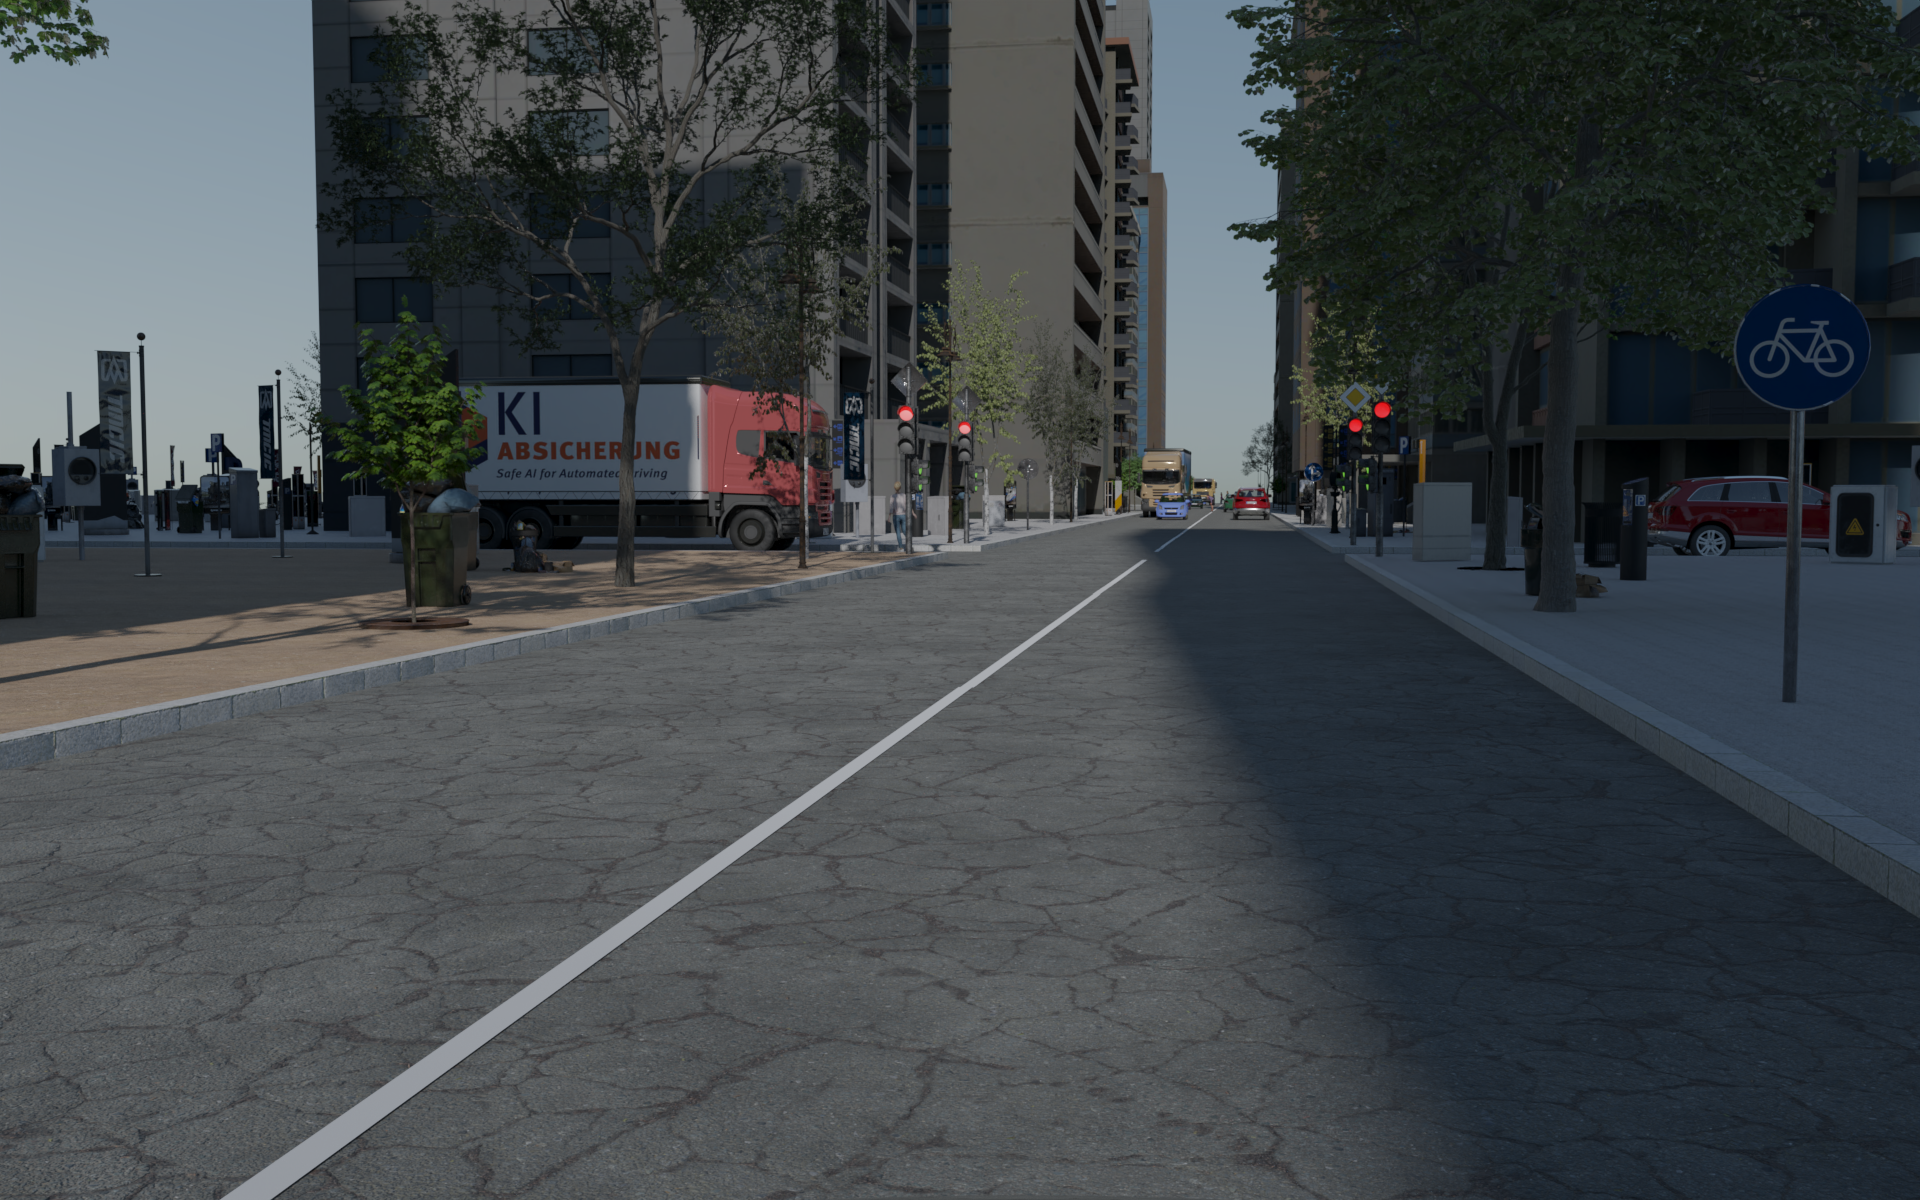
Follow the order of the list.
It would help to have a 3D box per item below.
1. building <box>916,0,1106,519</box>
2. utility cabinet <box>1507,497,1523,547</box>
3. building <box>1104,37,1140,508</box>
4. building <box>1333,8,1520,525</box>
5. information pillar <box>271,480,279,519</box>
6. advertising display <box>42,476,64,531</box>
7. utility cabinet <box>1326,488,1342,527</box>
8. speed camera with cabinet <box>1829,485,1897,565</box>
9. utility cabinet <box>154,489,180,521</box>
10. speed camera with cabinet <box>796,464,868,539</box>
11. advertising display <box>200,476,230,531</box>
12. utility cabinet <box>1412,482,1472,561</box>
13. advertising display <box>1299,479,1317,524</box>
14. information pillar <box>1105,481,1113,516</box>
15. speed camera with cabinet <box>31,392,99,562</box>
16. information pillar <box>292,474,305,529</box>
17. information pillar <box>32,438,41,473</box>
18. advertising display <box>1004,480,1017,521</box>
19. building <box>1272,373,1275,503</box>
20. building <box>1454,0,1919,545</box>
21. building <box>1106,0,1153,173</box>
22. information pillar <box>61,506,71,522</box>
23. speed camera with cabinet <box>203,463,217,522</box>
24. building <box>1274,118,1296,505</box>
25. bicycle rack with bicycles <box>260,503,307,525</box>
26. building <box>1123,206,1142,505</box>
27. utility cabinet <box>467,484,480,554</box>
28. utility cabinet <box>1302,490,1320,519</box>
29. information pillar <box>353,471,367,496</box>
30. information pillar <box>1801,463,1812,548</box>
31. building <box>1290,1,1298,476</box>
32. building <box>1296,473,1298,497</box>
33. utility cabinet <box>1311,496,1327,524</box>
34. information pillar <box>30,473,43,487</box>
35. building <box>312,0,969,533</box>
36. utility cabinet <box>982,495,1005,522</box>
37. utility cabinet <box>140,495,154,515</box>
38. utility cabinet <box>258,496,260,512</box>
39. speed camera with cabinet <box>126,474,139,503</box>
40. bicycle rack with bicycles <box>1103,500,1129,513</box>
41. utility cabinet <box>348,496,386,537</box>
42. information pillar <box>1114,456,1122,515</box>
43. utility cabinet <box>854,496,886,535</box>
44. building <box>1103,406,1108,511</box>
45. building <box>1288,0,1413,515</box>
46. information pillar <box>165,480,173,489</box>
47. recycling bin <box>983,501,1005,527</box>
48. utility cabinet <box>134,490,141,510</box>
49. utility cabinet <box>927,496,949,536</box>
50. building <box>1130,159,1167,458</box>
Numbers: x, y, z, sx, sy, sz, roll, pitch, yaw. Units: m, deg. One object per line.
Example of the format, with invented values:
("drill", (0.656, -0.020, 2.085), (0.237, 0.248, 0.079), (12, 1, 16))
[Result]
("building", (-3.162, -29.062, 98.864), (21.300, 48.544, 21.600), (1, 4, 9))
("utility cabinet", (13.615, -1.915, 42.472), (0.306, 1.237, 1.020), (1, 4, 22))
("building", (5.620, -31.278, 166.015), (22.147, 44.769, 28.867), (1, 4, 9))
("building", (33.603, -23.608, 77.865), (32.217, 40.220, 23.993), (1, 4, 9))
("information pillar", (-35.215, -5.170, 89.014), (0.304, 2.012, 0.304), (-2, 4, -28))
("advertising display", (-31.779, -3.388, 60.612), (0.974, 1.923, 0.123), (1, 4, 21))
("utility cabinet", (14.638, -3.611, 67.714), (0.318, 1.500, 1.173), (0, 4, -3))
("speed camera with cabinet", (16.949, -2.266, 31.388), (0.660, 3.252, 2.038), (-3, 5, -42))
("utility cabinet", (-36.514, -4.353, 79.855), (1.173, 1.500, 0.318), (0, 4, 3))
("speed camera with cabinet", (-3.696, -3.388, 49.730), (2.038, 3.252, 0.660), (-1, 4, -20))
("advertising display", (-26.173, -3.405, 60.882), (0.974, 1.923, 0.123), (-2, 4, -28))
("utility cabinet", (9.220, -1.496, 33.142), (1.173, 1.500, 0.318), (-2, 4, -25))
("advertising display", (14.749, -4.175, 73.476), (0.123, 1.923, 0.974), (-2, 4, -32))
("information pillar", (8.820, -6.059, 103.550), (0.304, 2.012, 0.304), (0, 4, 7))
("speed camera with cabinet", (-17.467, -2.356, 32.856), (0.660, 3.252, 2.038), (3, 4, 38))
("information pillar", (-24.015, -3.570, 62.859), (0.304, 2.012, 0.304), (2, 4, 26))
("information pillar", (-38.376, -4.936, 72.064), (0.183, 3.616, 0.504), (0, 4, 1))
("advertising display", (2.363, -4.679, 81.715), (0.123, 1.923, 0.974), (2, 4, 33))
("building", (57.293, -24.014, 237.668), (27.650, 21.520, 28.899), (1, 4, 9))
("building", (30.135, -24.224, 50.689), (28.867, 44.769, 22.147), (1, 4, 9))
("building", (19.796, -49.902, 254.145), (20.563, 71.187, 20.611), (1, 4, 9))
("information pillar", (-41.405, -4.626, 80.130), (0.304, 2.012, 0.304), (2, 4, 32))
("speed camera with cabinet", (-34.167, -5.172, 78.893), (0.660, 3.252, 2.038), (-1, 4, -22))
("building", (49.732, -35.987, 212.091), (21.300, 48.544, 21.600), (1, 4, 9))
("bicycle rack with bicycles", (-28.784, -3.610, 72.402), (2.852, 0.926, 2.925), (1, 4, 19))
("building", (9.670, -32.172, 217.894), (32.217, 40.220, 23.993), (1, 4, 9))
("utility cabinet", (-10.564, -1.688, 36.273), (0.318, 1.500, 1.173), (2, 4, 23))
("utility cabinet", (17.624, -4.766, 86.610), (0.318, 1.500, 1.173), (-2, 4, -34))
("information pillar", (-19.315, -3.137, 55.783), (0.304, 2.012, 0.304), (1, 4, 10))
("information pillar", (20.236, -2.271, 41.629), (0.304, 2.012, 0.304), (1, 4, 11))
("building", (47.816, -35.749, 173.727), (28.713, 52.752, 27.495), (1, 4, 9))
("building", (37.225, -28.783, 154.193), (14.154, 41.232, 14.086), (1, 4, 9))
("utility cabinet", (15.473, -3.905, 75.006), (1.020, 1.237, 0.306), (-1, 4, -23))
("information pillar", (-31.510, -3.342, 59.136), (0.304, 2.012, 0.304), (-1, 4, -14))
("building", (-10.405, -38.416, 66.360), (20.563, 71.187, 20.611), (1, 4, 9))
("utility cabinet", (1.547, -4.185, 79.590), (1.020, 1.237, 0.306), (0, 4, 2))
("utility cabinet", (-50.782, -5.937, 108.231), (0.306, 1.237, 1.020), (2, 4, 25))
("utility cabinet", (-24.693, -3.009, 60.354), (0.306, 1.237, 1.020), (0, 4, -4))
("speed camera with cabinet", (-49.046, -6.525, 101.017), (2.038, 3.252, 0.660), (-2, 4, -28))
("bicycle rack with bicycles", (10.097, -6.182, 114.455), (2.852, 0.926, 2.925), (0, 4, 7))
("utility cabinet", (-17.900, -2.515, 52.284), (1.020, 1.237, 0.306), (-2, 4, -30))
("information pillar", (9.805, -7.091, 107.290), (0.183, 3.616, 0.504), (-3, 5, -40))
("utility cabinet", (-2.874, -2.680, 54.982), (1.020, 1.237, 0.306), (-2, 4, -32))
("building", (0.969, -50.309, 135.225), (22.319, 86.520, 31.000), (1, 4, 9))
("building", (27.813, -27.884, 106.019), (14.600, 45.320, 14.200), (1, 4, 9))
("information pillar", (-42.210, -5.383, 92.500), (0.304, 2.012, 0.304), (0, 4, -6))
("recycling bin", (1.323, -3.383, 67.860), (0.722, 1.027, 0.722), (-1, 4, -13))
("utility cabinet", (-45.359, -5.247, 94.469), (1.173, 1.500, 0.318), (0, 4, -4))
("utility cabinet", (-0.638, -2.618, 53.968), (0.306, 1.237, 1.020), (-2, 4, -32))
("building", (20.871, -35.826, 235.862), (14.600, 45.320, 14.200), (1, 4, 9))
